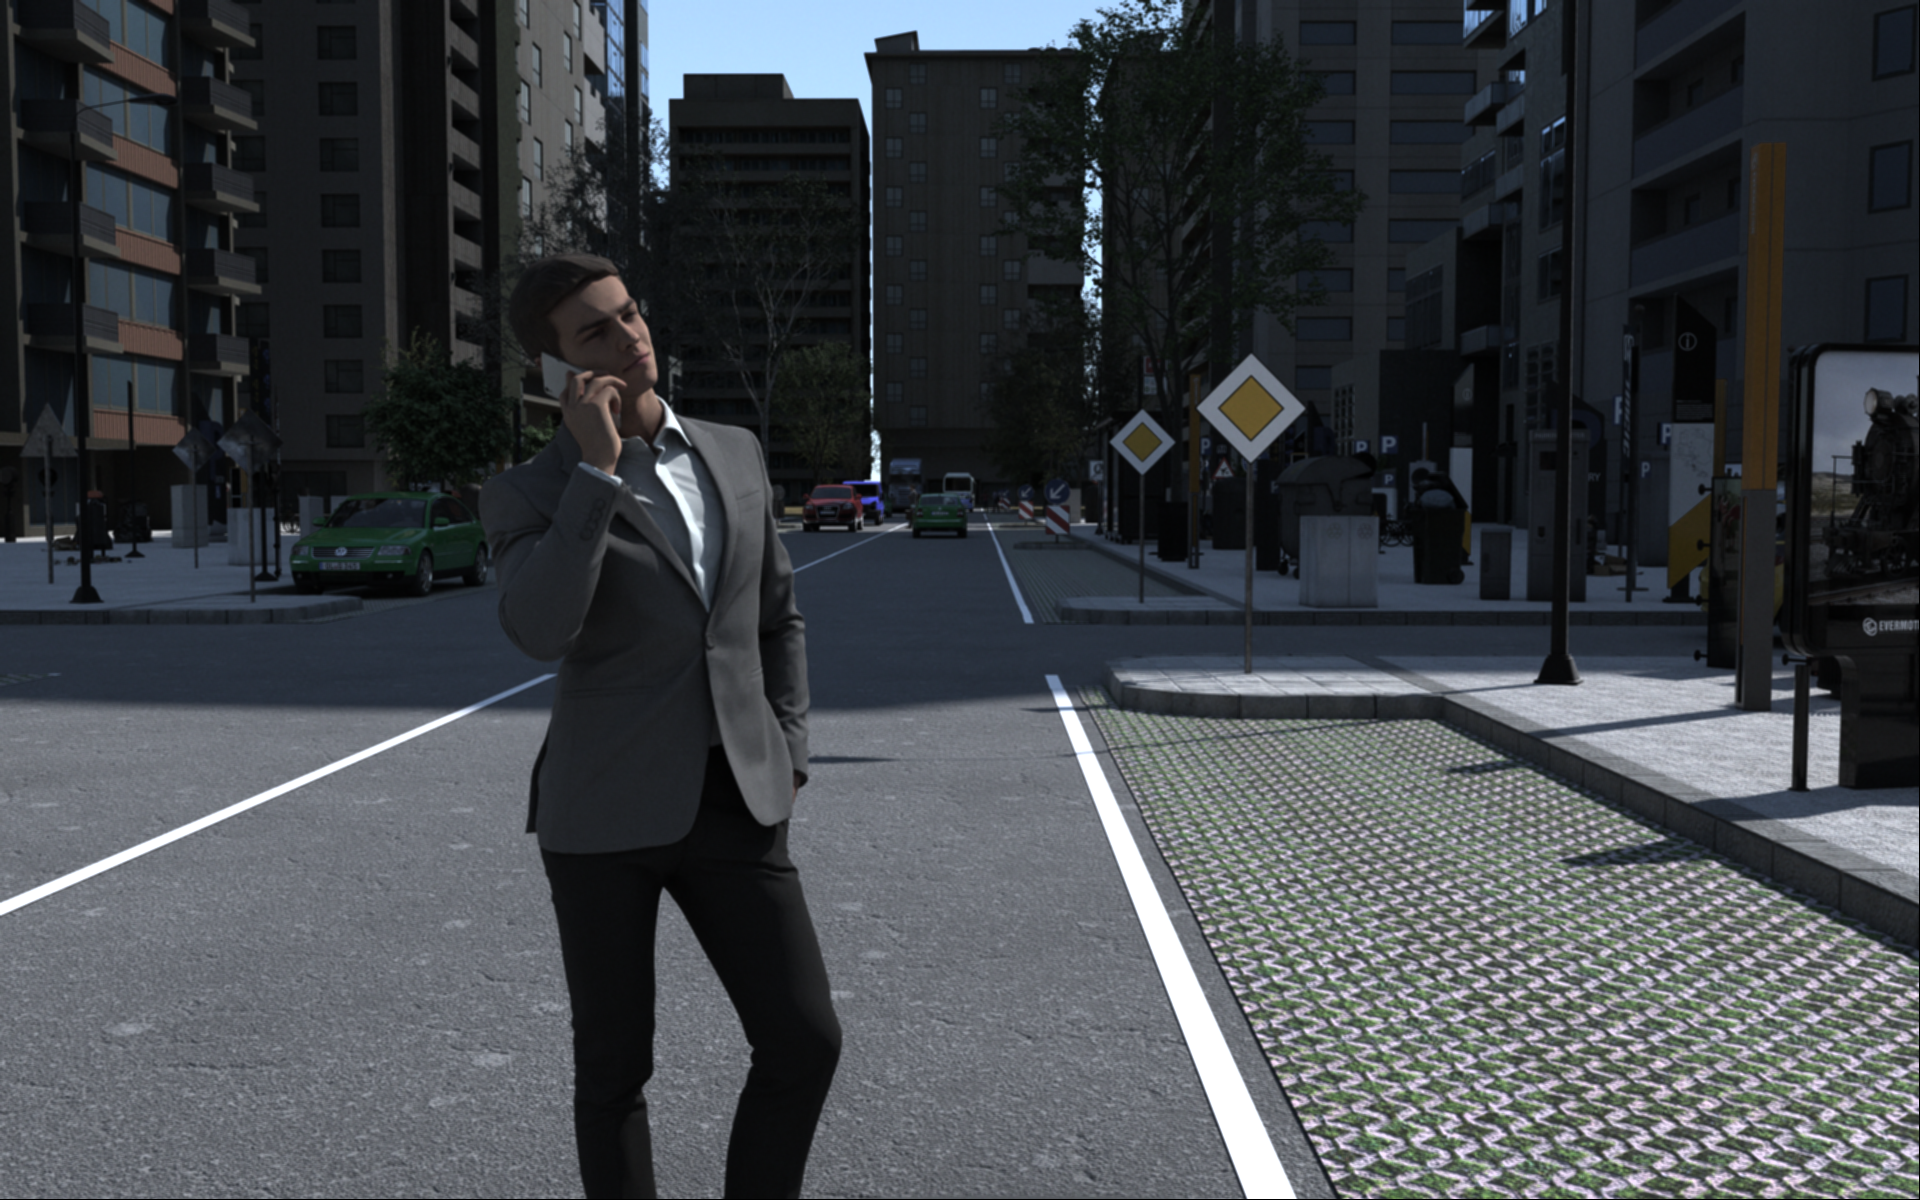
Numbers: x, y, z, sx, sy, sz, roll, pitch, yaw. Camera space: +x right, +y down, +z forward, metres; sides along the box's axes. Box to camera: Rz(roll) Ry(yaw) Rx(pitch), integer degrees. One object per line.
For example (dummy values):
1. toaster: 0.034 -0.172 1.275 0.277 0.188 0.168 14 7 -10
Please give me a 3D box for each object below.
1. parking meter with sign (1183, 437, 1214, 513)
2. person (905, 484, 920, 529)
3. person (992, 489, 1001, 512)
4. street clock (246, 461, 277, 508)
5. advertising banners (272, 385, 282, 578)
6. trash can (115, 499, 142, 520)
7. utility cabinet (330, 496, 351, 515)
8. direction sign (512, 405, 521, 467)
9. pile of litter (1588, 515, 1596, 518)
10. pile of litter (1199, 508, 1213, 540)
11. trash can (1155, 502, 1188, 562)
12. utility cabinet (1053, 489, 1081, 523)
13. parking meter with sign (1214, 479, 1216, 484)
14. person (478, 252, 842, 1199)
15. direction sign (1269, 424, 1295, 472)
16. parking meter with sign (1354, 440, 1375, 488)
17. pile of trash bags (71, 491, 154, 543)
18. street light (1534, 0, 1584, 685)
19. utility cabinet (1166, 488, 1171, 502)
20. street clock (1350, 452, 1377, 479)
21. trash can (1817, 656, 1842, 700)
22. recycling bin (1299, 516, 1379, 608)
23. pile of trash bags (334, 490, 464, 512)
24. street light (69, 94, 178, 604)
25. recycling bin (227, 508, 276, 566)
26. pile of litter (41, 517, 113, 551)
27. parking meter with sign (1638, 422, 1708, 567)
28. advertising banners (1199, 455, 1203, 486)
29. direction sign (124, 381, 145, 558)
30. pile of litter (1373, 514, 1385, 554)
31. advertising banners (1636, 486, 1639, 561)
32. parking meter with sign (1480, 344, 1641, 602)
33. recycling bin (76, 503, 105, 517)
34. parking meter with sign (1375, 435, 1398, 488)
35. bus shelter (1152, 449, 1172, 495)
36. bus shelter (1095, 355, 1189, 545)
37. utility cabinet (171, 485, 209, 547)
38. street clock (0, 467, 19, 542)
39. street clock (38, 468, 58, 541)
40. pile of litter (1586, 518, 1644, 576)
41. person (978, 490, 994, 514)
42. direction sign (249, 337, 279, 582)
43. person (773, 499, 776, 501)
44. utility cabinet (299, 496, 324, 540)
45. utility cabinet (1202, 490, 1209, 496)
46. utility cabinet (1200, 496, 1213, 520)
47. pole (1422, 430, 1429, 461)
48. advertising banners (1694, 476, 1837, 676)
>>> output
1. parking meter with sign: 6.976 -3.520 53.814 0.543 3.016 1.738 -3 4 -39
2. person: -1.907 -3.863 71.622 0.822 1.834 0.622 -1 4 -20
3. person: 2.864 -7.879 137.192 0.709 1.838 0.599 0 4 3
4. street clock: -14.655 -1.937 36.247 0.358 2.002 0.471 3 5 42
5. advertising banners: -10.771 -1.904 27.315 0.090 3.025 2.074 -1 4 -20
6. trash can: -24.616 -2.426 51.317 0.748 1.137 0.748 0 3 0
7. utility cabinet: -18.913 -2.594 53.574 1.020 1.237 0.306 -1 4 -16
8. direction sign: -11.131 -3.155 43.589 0.379 3.537 0.876 0 4 -4
9. pile of litter: 13.059 -1.391 36.701 1.176 0.858 1.719 1 4 19
10. pile of litter: 7.266 -2.127 48.740 1.719 0.858 1.176 -2 4 -32
11. trash can: 4.073 -1.306 33.001 0.748 1.137 0.748 0 3 0
12. utility cabinet: 4.604 -4.026 74.497 1.173 1.500 0.318 0 4 6
13. parking meter with sign: 13.128 -5.646 88.576 1.738 3.016 0.543 -3 5 -39
14. person: -0.455 0.360 2.788 0.592 1.802 0.473 -1 4 -20
15. direction sign: 10.468 -3.938 56.380 0.876 3.537 0.379 3 4 37
16. parking meter with sign: 13.569 -3.691 56.606 0.543 3.016 1.738 3 5 44
17. pile of trash bags: -22.215 -2.165 45.143 1.912 1.369 3.447 -1 4 -16
18. street light: 3.533 -2.390 11.617 1.470 5.913 1.316 0 4 1
19. utility cabinet: 7.986 -3.334 63.183 1.173 1.500 0.318 -3 5 -43
20. street clock: 6.912 -1.546 29.843 0.471 2.002 0.358 0 4 -2
21. trash can: 5.704 0.052 10.811 0.748 1.137 0.748 0 3 0
22. recycling bin: 4.324 -0.442 19.787 0.722 1.027 0.722 0 4 -6
23. pile of trash bags: -13.567 -1.961 41.822 3.447 1.369 1.912 1 4 14
24. street light: -9.773 -2.919 20.260 1.470 5.913 1.316 0 4 1
25. recycling bin: -12.784 -1.149 31.335 0.722 1.027 0.722 -3 4 -39
26. pile of litter: -20.171 -1.567 39.587 1.176 0.858 1.719 3 5 40
27. parking meter with sign: 12.397 -2.095 30.515 1.738 3.016 0.543 -1 4 -13
28. advertising banners: 7.474 -3.652 55.898 0.090 3.025 2.074 2 4 31
29. direction sign: -16.758 -2.634 35.065 0.379 3.537 0.876 -1 4 -22
30. pile of litter: 8.679 -1.448 37.632 1.176 0.858 1.719 1 4 22
31. advertising banners: 13.076 -2.261 33.153 0.090 3.025 2.074 2 4 34
32. parking meter with sign: 7.158 -1.497 20.743 1.738 3.016 0.543 1 4 19
33. recycling bin: -24.522 -2.222 48.876 0.722 1.027 0.722 -2 4 -28
34. parking meter with sign: 12.546 -3.334 50.767 0.543 3.016 1.738 1 4 14
35. bus shelter: 7.434 -4.652 67.347 1.731 3.624 6.357 0 4 0
36. bus shelter: 4.918 -4.291 47.797 2.179 5.291 8.768 0 4 1
37. utility cabinet: -18.455 -2.006 41.476 0.318 1.500 1.173 0 4 3
38. street clock: -25.205 -2.529 45.914 0.471 2.002 0.358 1 4 14
39. street clock: -24.926 -2.618 47.379 0.471 2.002 0.358 -2 4 -30
40. pile of litter: 10.104 -0.828 27.502 1.719 0.858 1.176 -1 4 -8
41. person: 1.891 -7.202 126.965 1.217 1.743 0.721 1 4 13
42. direction sign: -10.248 -2.045 25.428 0.379 3.537 0.876 0 4 -6
43. person: -18.780 -10.189 175.811 0.721 1.743 1.217 -2 4 -32
44. utility cabinet: -16.819 -2.067 44.955 0.306 1.237 1.020 0 4 -1
45. utility cabinet: 13.604 -5.295 95.254 0.318 1.500 1.173 2 4 26
46. utility cabinet: 9.577 -3.556 69.300 1.020 1.237 0.306 1 4 23
47. pole: 14.924 -3.778 55.617 0.158 3.312 0.155 0 3 0
48. advertising banners: 6.129 -0.968 12.008 0.090 3.025 2.074 -3 4 -37
